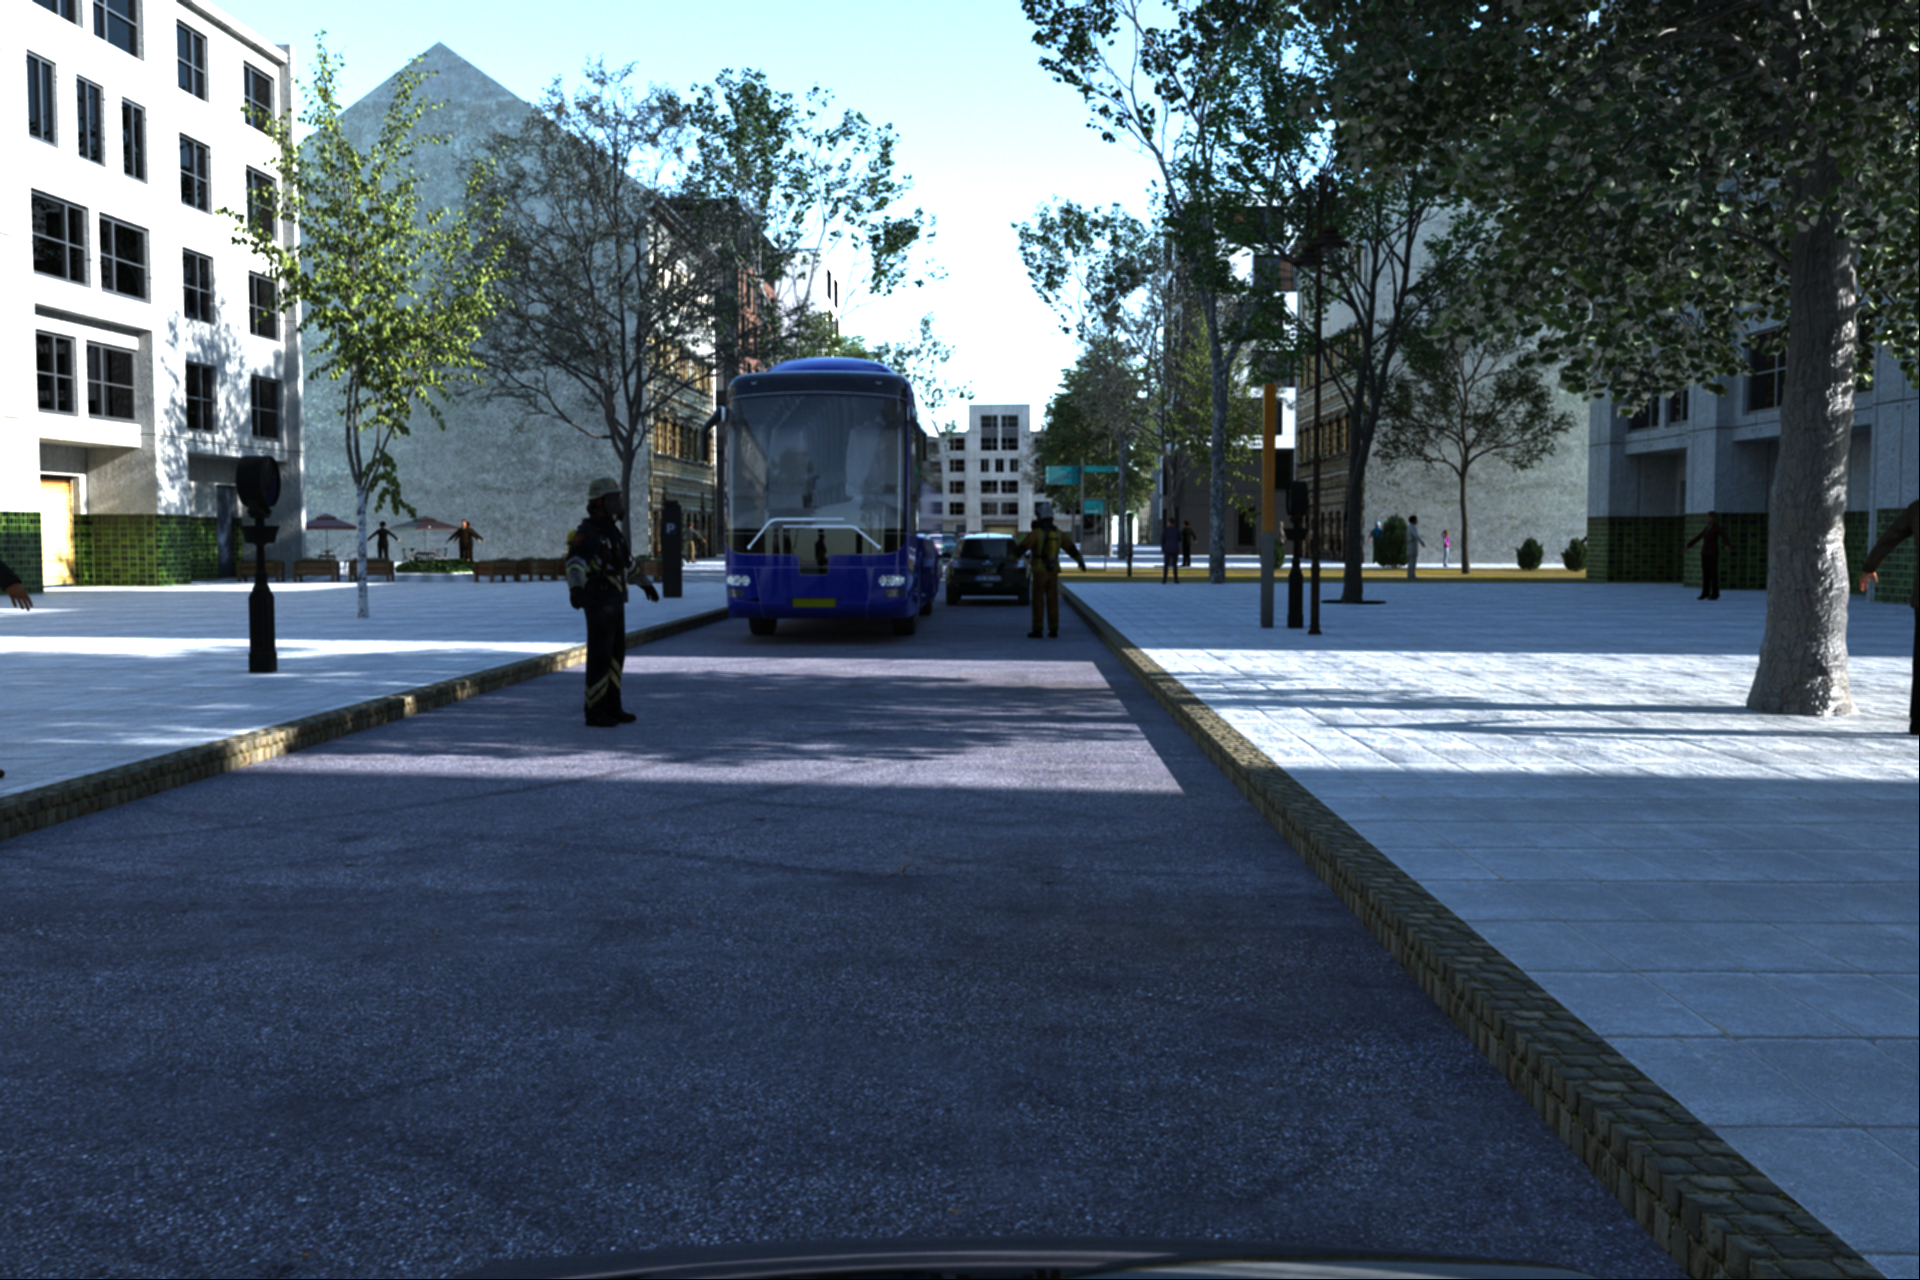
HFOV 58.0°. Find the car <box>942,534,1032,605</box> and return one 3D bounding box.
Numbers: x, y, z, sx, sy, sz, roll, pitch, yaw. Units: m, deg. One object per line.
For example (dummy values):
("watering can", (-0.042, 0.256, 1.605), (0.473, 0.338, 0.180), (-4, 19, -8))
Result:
("car", (0.603, -1.618, 36.234), (2.009, 1.686, 4.222), (0, 4, 2))

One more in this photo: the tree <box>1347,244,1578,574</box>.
("tree", (16.038, -7.423, 55.770), (7.601, 10.594, 8.767), (0, 4, 4))

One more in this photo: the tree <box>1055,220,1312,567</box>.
("tree", (8.285, -9.589, 67.148), (12.009, 13.543, 11.850), (0, 3, 0))

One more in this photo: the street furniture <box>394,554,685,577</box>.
("street furniture", (-13.381, -2.446, 55.617), (10.072, 0.657, 5.734), (3, 5, 42))

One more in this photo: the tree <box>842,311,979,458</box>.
("tree", (-4.807, -17.864, 147.965), (12.611, 20.169, 13.585), (0, 3, 0))

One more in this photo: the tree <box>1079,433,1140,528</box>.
("tree", (8.483, -9.567, 106.778), (4.360, 8.622, 3.978), (0, 3, 0))

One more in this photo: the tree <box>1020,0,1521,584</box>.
("tree", (7.743, -11.468, 43.386), (12.611, 20.169, 13.585), (0, 3, 0))

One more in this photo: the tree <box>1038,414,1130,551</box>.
("tree", (9.640, -12.756, 134.314), (9.928, 11.665, 9.643), (0, 3, 0))

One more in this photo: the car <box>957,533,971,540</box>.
("car", (0.497, -8.162, 142.481), (2.155, 1.783, 4.494), (0, 4, 1))

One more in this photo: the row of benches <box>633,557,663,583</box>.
("row of benches", (-8.724, -1.939, 47.158), (1.422, 0.672, 4.104), (-2, 4, -34))

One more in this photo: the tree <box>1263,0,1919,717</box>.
("tree", (6.158, -6.456, 12.212), (9.857, 13.997, 8.962), (0, 3, 0))

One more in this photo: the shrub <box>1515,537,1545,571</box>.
("shrub", (20.060, -3.048, 60.950), (1.383, 1.207, 1.383), (0, 3, 0))

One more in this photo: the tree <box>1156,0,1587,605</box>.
("tree", (7.445, -6.481, 31.727), (9.928, 11.665, 9.643), (0, 3, 0))

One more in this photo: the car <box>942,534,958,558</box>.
("car", (-0.888, -4.844, 90.998), (2.131, 1.459, 4.920), (0, 4, 2))

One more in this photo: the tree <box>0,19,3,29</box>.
("tree", (-8.893, -3.836, 13.078), (4.360, 8.622, 3.978), (0, 3, 0))

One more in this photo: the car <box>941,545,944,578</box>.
("car", (-1.476, -2.825, 54.993), (1.959, 1.807, 4.718), (0, 4, 1))

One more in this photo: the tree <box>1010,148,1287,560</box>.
("tree", (9.164, -14.038, 85.408), (12.611, 20.169, 13.585), (0, 3, 0))

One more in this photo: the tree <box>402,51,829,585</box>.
("tree", (-8.584, -8.182, 44.141), (12.009, 13.543, 11.850), (0, 3, 0))

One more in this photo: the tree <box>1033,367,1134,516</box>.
("tree", (8.419, -12.082, 115.662), (7.486, 12.596, 7.792), (0, 3, 0))

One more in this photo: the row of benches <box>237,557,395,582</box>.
("row of benches", (-17.233, -1.906, 46.633), (4.104, 0.672, 1.422), (0, 4, -6))

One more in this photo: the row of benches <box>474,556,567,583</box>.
("row of benches", (-11.624, -1.972, 47.711), (1.422, 0.672, 4.104), (2, 4, 30))

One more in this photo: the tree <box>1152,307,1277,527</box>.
("tree", (8.284, -6.448, 55.784), (4.737, 8.622, 4.395), (0, 3, 0))

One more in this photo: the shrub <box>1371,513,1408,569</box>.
("shrub", (16.119, -3.685, 64.295), (1.661, 2.075, 1.752), (0, 3, 0))

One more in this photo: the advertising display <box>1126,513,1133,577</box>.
("advertising display", (5.140, -2.896, 52.561), (0.123, 1.923, 0.974), (0, 4, 0))

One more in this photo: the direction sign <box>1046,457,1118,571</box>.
("direction sign", (4.227, -4.350, 59.879), (2.525, 3.948, 1.411), (0, 4, 2))

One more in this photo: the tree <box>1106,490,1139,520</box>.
("tree", (23.202, -18.834, 242.348), (7.601, 10.594, 8.767), (1, 4, 9))

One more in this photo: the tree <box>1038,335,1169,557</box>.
("tree", (8.344, -11.057, 98.916), (7.486, 12.596, 7.792), (0, 3, 0))

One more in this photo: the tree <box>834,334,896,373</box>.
("tree", (-6.436, -11.009, 98.129), (7.486, 12.596, 7.792), (0, 3, 0))

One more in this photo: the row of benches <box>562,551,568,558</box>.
("row of benches", (-14.153, -2.947, 63.648), (1.422, 0.672, 4.104), (-1, 4, -17))

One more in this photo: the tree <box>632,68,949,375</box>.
("tree", (-6.847, -13.042, 69.119), (12.611, 20.169, 13.585), (0, 3, 0))

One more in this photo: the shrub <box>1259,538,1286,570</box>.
("shrub", (11.031, -3.060, 61.142), (1.383, 1.207, 1.383), (0, 3, 0))

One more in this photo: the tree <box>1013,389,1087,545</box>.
("tree", (9.564, -14.434, 146.362), (12.009, 13.543, 11.850), (0, 3, 0))

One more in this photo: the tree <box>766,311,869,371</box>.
("tree", (-7.412, -10.375, 87.754), (7.486, 12.596, 7.792), (0, 3, 0))

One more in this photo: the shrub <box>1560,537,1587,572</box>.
("shrub", (21.101, -2.948, 59.319), (1.383, 1.207, 1.383), (0, 3, 0))

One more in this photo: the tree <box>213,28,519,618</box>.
("tree", (-8.929, -4.649, 26.381), (4.737, 8.622, 4.395), (0, 3, 0))
